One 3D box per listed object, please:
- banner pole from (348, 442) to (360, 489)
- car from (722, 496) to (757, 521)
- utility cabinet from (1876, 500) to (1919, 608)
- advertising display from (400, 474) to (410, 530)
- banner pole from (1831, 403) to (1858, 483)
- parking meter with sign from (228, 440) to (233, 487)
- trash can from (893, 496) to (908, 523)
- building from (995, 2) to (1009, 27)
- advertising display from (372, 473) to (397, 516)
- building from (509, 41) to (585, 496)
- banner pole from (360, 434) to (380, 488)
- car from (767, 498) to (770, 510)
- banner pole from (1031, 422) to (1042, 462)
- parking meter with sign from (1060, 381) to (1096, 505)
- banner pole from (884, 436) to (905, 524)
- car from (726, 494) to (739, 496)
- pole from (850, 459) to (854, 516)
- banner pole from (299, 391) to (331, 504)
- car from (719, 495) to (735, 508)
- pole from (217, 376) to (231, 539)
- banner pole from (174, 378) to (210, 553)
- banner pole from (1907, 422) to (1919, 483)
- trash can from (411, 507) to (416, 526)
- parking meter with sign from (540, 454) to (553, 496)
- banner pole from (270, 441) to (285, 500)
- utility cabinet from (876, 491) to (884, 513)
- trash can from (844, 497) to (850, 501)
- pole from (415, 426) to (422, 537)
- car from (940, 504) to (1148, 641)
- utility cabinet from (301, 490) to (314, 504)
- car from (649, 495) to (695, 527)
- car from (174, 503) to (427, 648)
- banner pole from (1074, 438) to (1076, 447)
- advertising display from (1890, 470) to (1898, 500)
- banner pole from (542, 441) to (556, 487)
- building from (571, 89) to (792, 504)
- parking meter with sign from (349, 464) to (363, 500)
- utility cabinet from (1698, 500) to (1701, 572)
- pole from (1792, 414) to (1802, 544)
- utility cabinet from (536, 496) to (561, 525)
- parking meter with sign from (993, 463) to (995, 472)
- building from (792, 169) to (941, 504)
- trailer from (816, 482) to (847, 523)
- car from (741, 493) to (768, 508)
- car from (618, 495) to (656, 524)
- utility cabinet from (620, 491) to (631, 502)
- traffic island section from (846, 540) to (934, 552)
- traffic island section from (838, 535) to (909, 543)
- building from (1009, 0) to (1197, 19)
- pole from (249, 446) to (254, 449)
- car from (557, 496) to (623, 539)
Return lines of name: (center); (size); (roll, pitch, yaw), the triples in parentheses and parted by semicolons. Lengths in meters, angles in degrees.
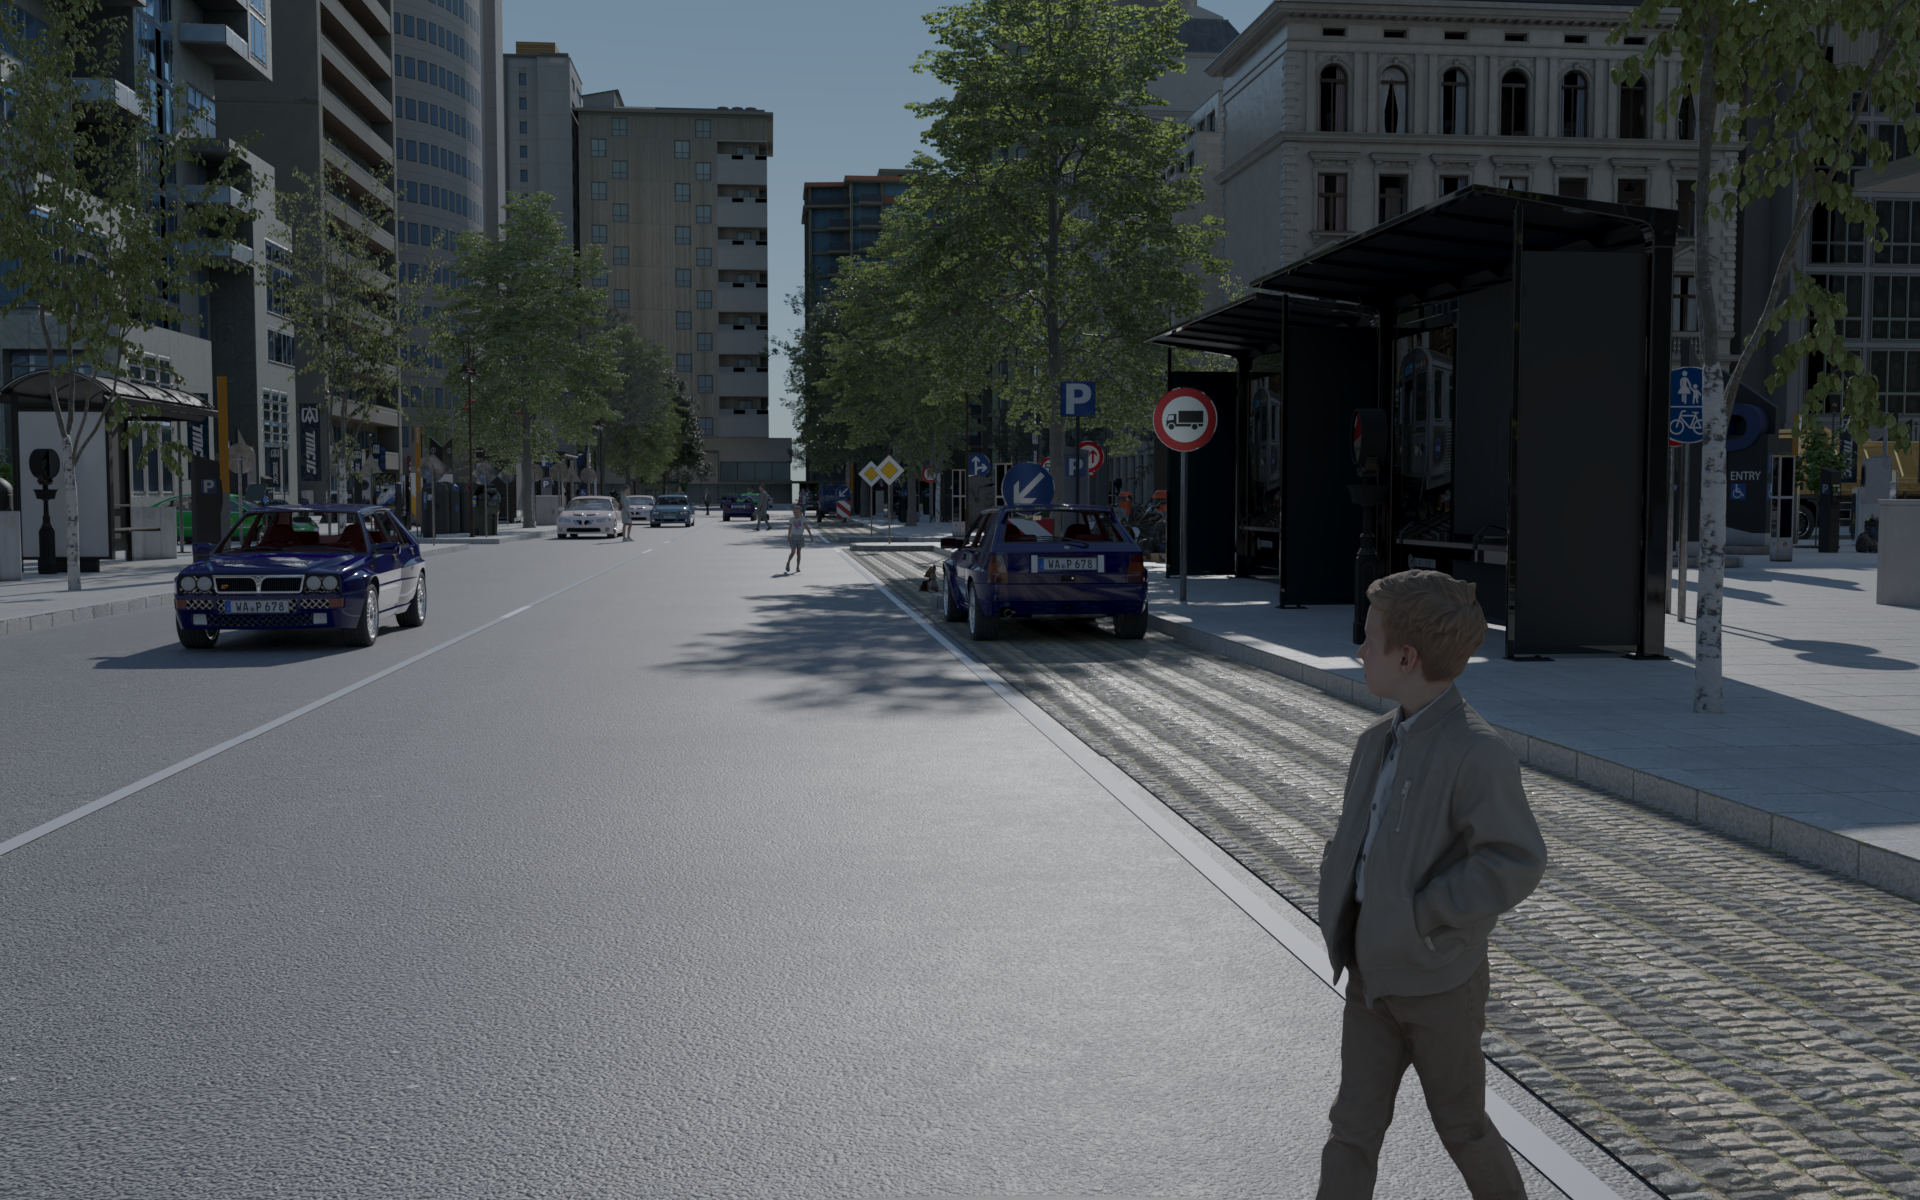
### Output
banner pole: (-29.135, -5.711, 83.395); (0.401, 3.779, 0.863); (3, 5, 40)
car: (-11.810, -4.921, 93.036); (1.945, 1.354, 3.894); (0, 4, -4)
utility cabinet: (10.916, -0.521, 19.677); (0.306, 1.237, 1.020); (-1, 4, -13)
advertising display: (-17.833, -3.086, 55.673); (0.123, 1.923, 0.974); (-2, 4, -26)
banner pole: (24.279, -3.529, 47.717); (0.863, 3.779, 0.401); (3, 4, 36)
parking meter with sign: (-24.382, -3.642, 55.800); (1.738, 3.016, 0.543); (-3, 5, -44)
trash can: (-2.461, -4.030, 77.546); (0.748, 1.137, 0.748); (0, 3, 0)
building: (16.135, -48.843, 236.829); (20.611, 71.187, 20.563); (0, 4, -6)
advertising display: (-17.494, -2.902, 52.665); (0.123, 1.923, 0.974); (1, 4, 20)
building: (-64.160, -41.985, 228.458); (28.212, 58.520, 21.231); (0, 4, -6)
banner pole: (-24.639, -5.067, 72.865); (0.401, 3.779, 0.863); (1, 4, 21)
car: (-18.108, -8.785, 155.638); (2.014, 1.417, 4.499); (0, 4, -5)
banner pole: (2.680, -4.287, 60.101); (0.401, 3.779, 0.863); (2, 4, 31)
parking meter with sign: (1.866, -1.920, 27.645); (0.543, 3.016, 1.738); (0, 4, 3)
banner pole: (-2.852, -5.188, 74.843); (0.863, 3.779, 0.401); (-1, 4, -9)
car: (-25.201, -11.179, 191.572); (1.959, 1.807, 4.718); (0, 4, -5)
pole: (-6.345, -6.615, 101.994); (0.158, 3.312, 0.155); (0, 3, 0)
banner pole: (-15.550, -3.177, 41.960); (0.863, 3.779, 0.401); (-1, 4, -21)
car: (-23.599, -10.046, 176.828); (1.945, 1.354, 3.894); (0, 4, -5)
pole: (-12.793, -2.219, 30.117); (0.158, 3.312, 0.155); (0, 3, 0)
banner pole: (-16.698, -2.911, 37.609); (0.863, 3.779, 0.401); (-3, 5, -39)
banner pole: (32.785, -4.276, 59.935); (0.863, 3.779, 0.401); (2, 4, 25)
trash can: (-22.075, -3.571, 70.047); (0.748, 1.137, 0.748); (0, 3, 0)
parking meter with sign: (-17.944, -4.818, 75.039); (0.543, 3.016, 1.738); (-1, 4, -10)
banner pole: (-31.949, -5.581, 81.261); (0.863, 3.779, 0.401); (0, 4, -2)
utility cabinet: (-5.793, -6.698, 118.193); (1.173, 1.500, 0.318); (0, 4, 1)
trash can: (-8.117, -6.822, 123.188); (0.748, 1.137, 0.748); (0, 3, 0)
pole: (-16.236, -3.552, 51.919); (0.158, 3.312, 0.155); (0, 3, 0)
car: (0.810, -0.346, 18.237); (1.945, 1.354, 3.894); (0, 4, -6)
utility cabinet: (-37.802, -5.606, 100.336); (0.318, 1.500, 1.173); (0, 4, -2)
car: (-12.606, -3.916, 76.027); (2.014, 1.417, 4.499); (0, 4, -5)
car: (-6.519, -0.294, 17.381); (1.945, 1.354, 3.894); (0, 4, -7)
banner pole: (5.311, -5.334, 77.221); (0.863, 3.779, 0.401); (-3, 4, -37)
advertising display: (24.772, -2.514, 46.325); (0.974, 1.923, 0.123); (-3, 4, -36)
banner pole: (-18.976, -5.495, 79.863); (0.863, 3.779, 0.401); (-3, 5, -43)
building: (-36.843, -39.500, 235.065); (27.495, 52.752, 28.713); (0, 4, -6)
parking meter with sign: (-34.943, -6.384, 100.634); (0.543, 3.016, 1.738); (-3, 5, -42)
utility cabinet: (12.153, -1.033, 28.059); (0.306, 1.237, 1.020); (2, 4, 26)
pole: (21.365, -3.085, 44.278); (0.158, 3.312, 0.155); (0, 3, 0)
utility cabinet: (-16.948, -3.680, 71.335); (1.020, 1.237, 0.306); (-1, 4, -14)
parking meter with sign: (2.736, -6.100, 95.988); (1.738, 3.016, 0.543); (-1, 4, -17)
building: (-8.573, -35.559, 236.009); (28.867, 44.769, 22.147); (0, 4, -6)
trailer: (-6.457, -4.851, 86.360); (1.471, 1.999, 3.904); (0, 4, -8)
car: (-13.054, -6.108, 108.665); (1.959, 1.807, 4.718); (0, 4, -5)
car: (-15.282, -4.288, 82.472); (2.083, 1.381, 4.827); (0, 4, -6)
utility cabinet: (-20.959, -6.104, 108.485); (0.318, 1.500, 1.173); (0, 4, 6)
traffic island section: (-1.785, -1.348, 44.326); (2.009, 0.180, 2.903); (0, 4, -6)
traffic island section: (-2.649, -1.834, 52.264); (2.009, 0.180, 2.903); (0, 4, -6)
building: (10.670, -27.912, 139.954); (14.154, 41.232, 14.086); (0, 4, -6)
pole: (-30.300, -4.912, 74.152); (0.158, 3.312, 0.155); (0, 3, 0)
car: (-12.148, -2.744, 57.226); (2.083, 1.381, 4.827); (0, 4, -5)
